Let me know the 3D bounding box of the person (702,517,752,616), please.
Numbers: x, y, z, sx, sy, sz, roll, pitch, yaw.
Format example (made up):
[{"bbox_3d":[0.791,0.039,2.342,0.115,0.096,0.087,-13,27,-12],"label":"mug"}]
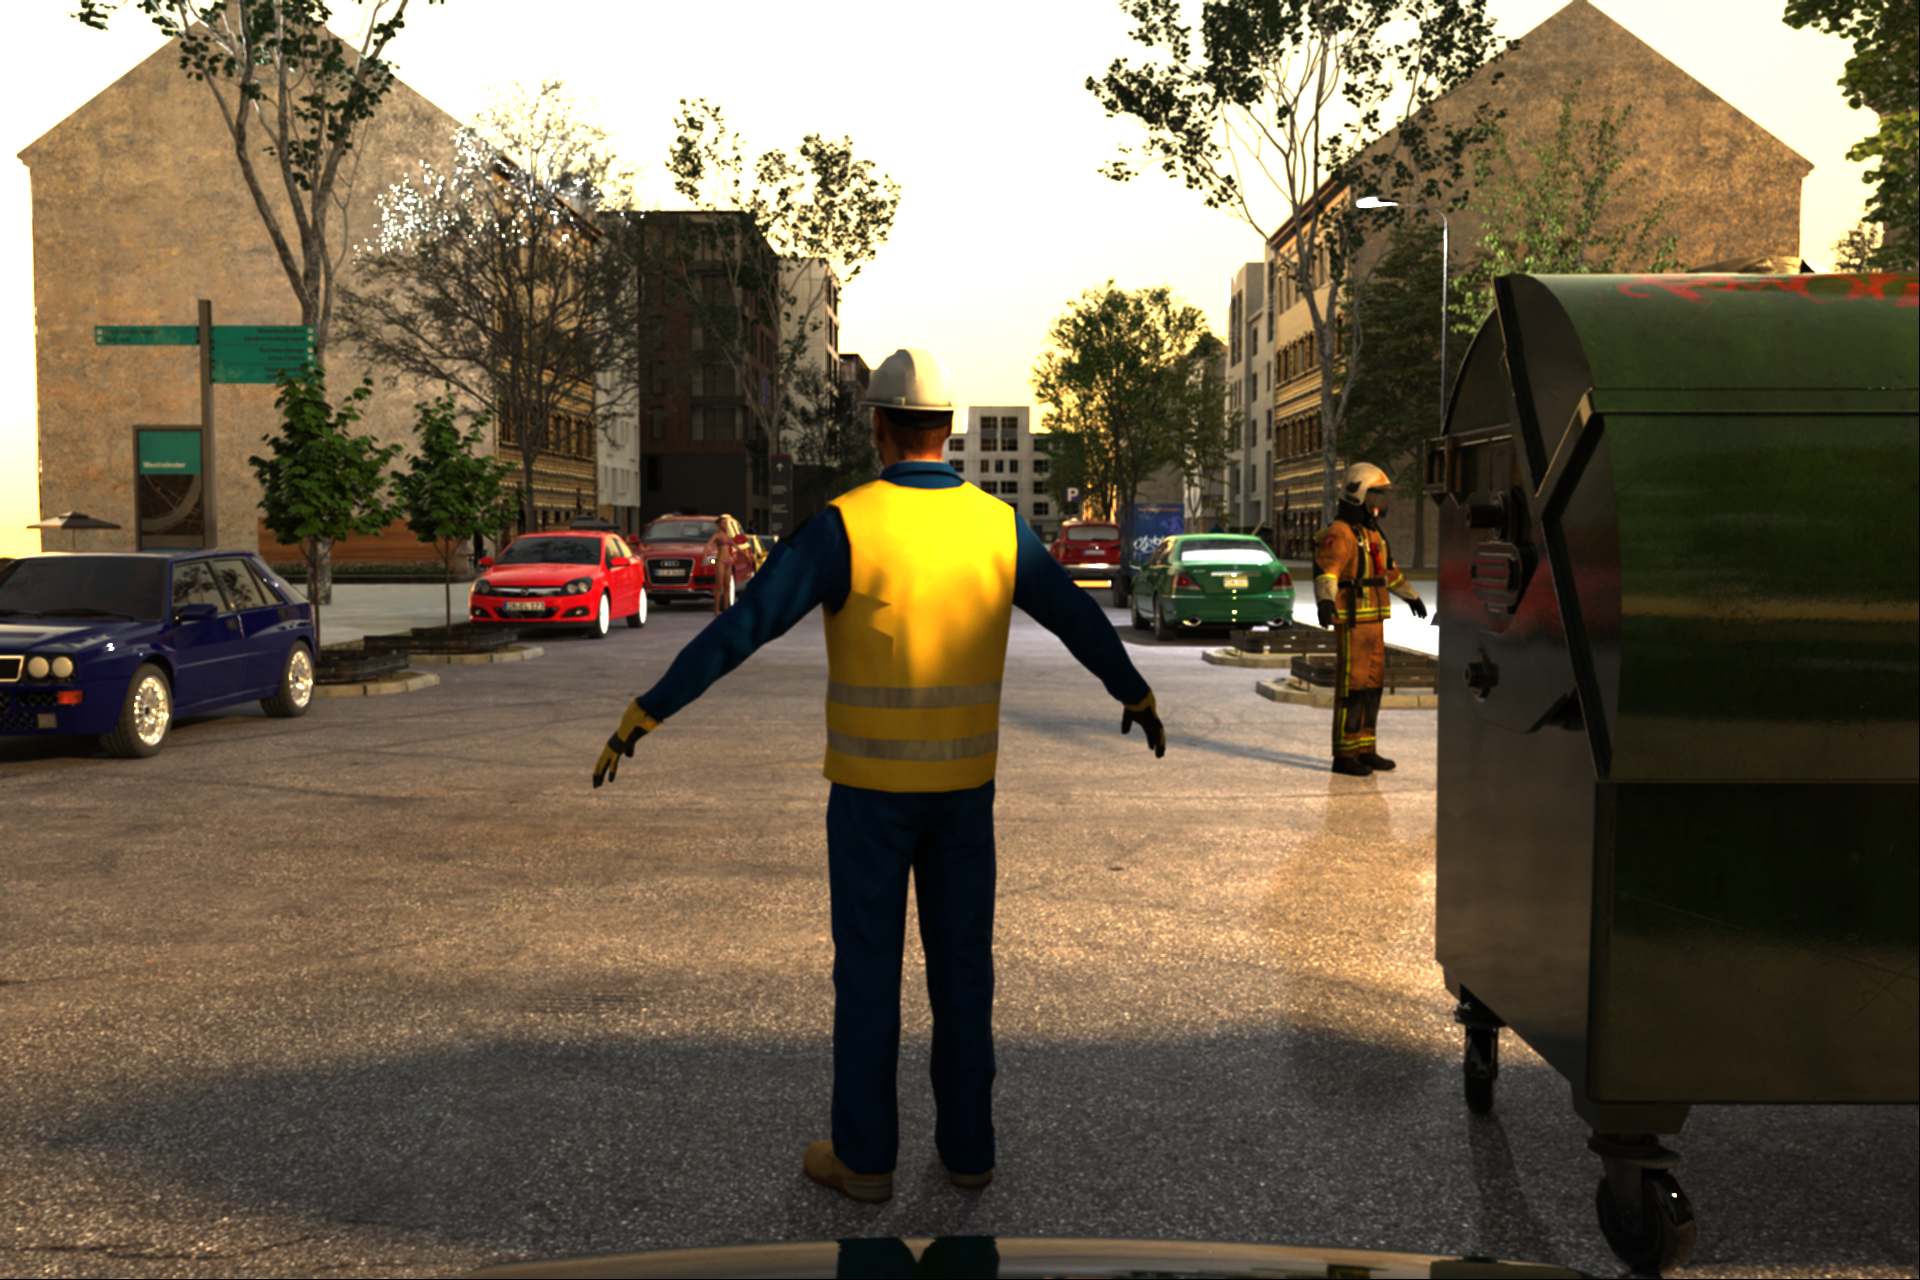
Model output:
[{"bbox_3d":[-4.071,-1.276,30.123,0.721,1.733,1.217,2,4,35],"label":"person"}]

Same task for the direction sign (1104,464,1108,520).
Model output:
[{"bbox_3d":[4.733,-3.925,56.165,0.379,3.537,0.876,0,4,-1],"label":"direction sign"}]

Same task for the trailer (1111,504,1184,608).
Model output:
[{"bbox_3d":[3.739,-1.679,34.502,1.471,1.999,3.904,0,3,0],"label":"trailer"}]

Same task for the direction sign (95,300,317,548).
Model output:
[{"bbox_3d":[-8.602,-1.936,20.416,2.525,3.948,1.411,0,4,1],"label":"direction sign"}]

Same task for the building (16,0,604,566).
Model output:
[{"bbox_3d":[-27.675,-15.115,78.056,19.493,23.208,18.063,0,4,1],"label":"building"}]

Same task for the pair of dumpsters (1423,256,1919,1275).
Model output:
[{"bbox_3d":[3.331,0.068,3.833,4.436,2.255,1.574,0,4,0],"label":"pair of dumpsters"}]

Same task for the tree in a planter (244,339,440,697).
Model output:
[{"bbox_3d":[-5.999,-1.154,16.084,1.991,3.239,1.994,0,4,1],"label":"tree in a planter"}]

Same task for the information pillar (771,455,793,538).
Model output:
[{"bbox_3d":[-5.846,-4.126,56.842,0.750,3.857,0.750,0,4,2],"label":"information pillar"}]

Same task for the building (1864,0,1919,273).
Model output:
[{"bbox_3d":[26.491,-14.052,27.021,12.463,27.353,25.104,0,4,0],"label":"building"}]

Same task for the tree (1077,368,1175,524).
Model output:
[{"bbox_3d":[7.016,-7.680,75.925,4.737,8.622,4.395,0,3,0],"label":"tree"}]

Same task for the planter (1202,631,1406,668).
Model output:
[{"bbox_3d":[3.776,0.099,19.529,1.991,0.319,1.994,0,3,0],"label":"planter"}]

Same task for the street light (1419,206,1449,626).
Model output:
[{"bbox_3d":[7.245,-3.146,23.979,1.470,5.913,1.316,0,4,1],"label":"street light"}]

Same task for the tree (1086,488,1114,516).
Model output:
[{"bbox_3d":[20.128,-17.920,243.352,4.360,8.622,3.978,0,3,0],"label":"tree"}]

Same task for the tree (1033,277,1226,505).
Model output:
[{"bbox_3d":[6.771,-8.769,69.123,9.928,11.665,9.643,0,3,0],"label":"tree"}]

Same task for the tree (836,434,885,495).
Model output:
[{"bbox_3d":[-7.151,-10.587,123.454,4.737,8.622,4.395,0,3,0],"label":"tree"}]

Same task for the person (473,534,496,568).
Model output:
[{"bbox_3d":[-18.237,-3.635,65.651,0.704,1.802,1.346,3,5,40],"label":"person"}]

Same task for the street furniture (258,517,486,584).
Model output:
[{"bbox_3d":[-17.595,-2.460,47.069,9.812,1.723,11.010,0,4,-6],"label":"street furniture"}]

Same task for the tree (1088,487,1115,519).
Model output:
[{"bbox_3d":[19.803,-17.569,237.619,4.360,8.622,3.978,0,3,0],"label":"tree"}]

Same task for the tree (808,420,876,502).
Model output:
[{"bbox_3d":[-7.688,-9.348,103.209,4.360,8.622,3.978,0,3,0],"label":"tree"}]

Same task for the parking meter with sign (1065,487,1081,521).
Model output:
[{"bbox_3d":[4.161,-4.111,63.482,0.543,3.016,1.738,0,4,1],"label":"parking meter with sign"}]

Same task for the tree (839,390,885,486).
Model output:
[{"bbox_3d":[-7.466,-14.527,147.892,12.009,13.543,11.850,0,3,0],"label":"tree"}]

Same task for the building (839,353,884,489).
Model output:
[{"bbox_3d":[-21.694,-22.523,212.230,27.936,21.610,32.646,0,4,1],"label":"building"}]

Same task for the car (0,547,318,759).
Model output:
[{"bbox_3d":[-6.019,0.018,12.280,1.945,1.354,3.894,0,4,0],"label":"car"}]

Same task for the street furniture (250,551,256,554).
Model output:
[{"bbox_3d":[-29.835,-2.777,61.035,10.072,0.657,5.734,0,4,-7],"label":"street furniture"}]

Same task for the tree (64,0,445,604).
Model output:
[{"bbox_3d":[-13.049,-10.674,30.403,12.611,20.169,13.585,0,3,0],"label":"tree"}]

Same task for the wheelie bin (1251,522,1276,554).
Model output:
[{"bbox_3d":[7.668,-2.209,44.026,0.693,1.594,0.980,0,4,0],"label":"wheelie bin"}]

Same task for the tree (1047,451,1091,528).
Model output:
[{"bbox_3d":[8.540,-11.314,135.341,4.737,8.622,4.395,0,3,0],"label":"tree"}]

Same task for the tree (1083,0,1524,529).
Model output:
[{"bbox_3d":[8.414,-11.568,45.024,12.611,20.169,13.585,0,3,0],"label":"tree"}]

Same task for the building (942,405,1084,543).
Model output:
[{"bbox_3d":[0.921,-22.957,244.261,31.486,18.905,16.747,0,4,-1],"label":"building"}]

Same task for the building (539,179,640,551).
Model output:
[{"bbox_3d":[-24.881,-14.516,93.759,16.016,20.090,11.380,0,4,1],"label":"building"}]

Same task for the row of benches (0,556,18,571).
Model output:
[{"bbox_3d":[-26.844,-2.003,48.219,1.422,0.672,4.104,2,4,26],"label":"row of benches"}]

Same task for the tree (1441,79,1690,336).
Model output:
[{"bbox_3d":[10.008,-4.822,29.205,4.737,8.622,4.395,0,3,0],"label":"tree"}]

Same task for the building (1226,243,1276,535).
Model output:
[{"bbox_3d":[26.809,-14.615,105.409,16.747,18.905,31.486,0,4,1],"label":"building"}]

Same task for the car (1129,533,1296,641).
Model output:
[{"bbox_3d":[3.531,-0.787,24.661,2.131,1.459,4.920,0,4,-1],"label":"car"}]

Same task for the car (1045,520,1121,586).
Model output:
[{"bbox_3d":[3.451,-2.329,46.748,2.281,1.827,5.304,0,4,1],"label":"car"}]

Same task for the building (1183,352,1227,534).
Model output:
[{"bbox_3d":[28.249,-19.664,177.919,16.016,20.090,11.380,0,4,1],"label":"building"}]

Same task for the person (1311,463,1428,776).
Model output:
[{"bbox_3d":[2.426,-0.133,10.398,0.705,1.858,1.354,3,4,38],"label":"person"}]

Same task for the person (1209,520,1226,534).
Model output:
[{"bbox_3d":[9.863,-3.702,66.656,1.347,1.817,0.704,-1,4,-18],"label":"person"}]

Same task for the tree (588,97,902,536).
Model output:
[{"bbox_3d":[-9.594,-13.512,76.811,12.611,20.169,13.585,0,3,0],"label":"tree"}]

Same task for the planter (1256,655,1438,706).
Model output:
[{"bbox_3d":[3.690,0.352,15.382,1.991,0.319,1.994,0,4,0],"label":"planter"}]

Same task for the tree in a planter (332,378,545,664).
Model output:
[{"bbox_3d":[-5.941,-1.394,20.018,1.991,3.239,1.994,0,4,2],"label":"tree in a planter"}]

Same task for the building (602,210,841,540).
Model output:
[{"bbox_3d":[-23.897,-17.250,126.012,27.936,21.610,32.646,0,4,1],"label":"building"}]

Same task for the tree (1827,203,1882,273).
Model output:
[{"bbox_3d":[29.073,-8.544,50.061,12.009,13.543,11.850,0,3,0],"label":"tree"}]

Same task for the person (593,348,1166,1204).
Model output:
[{"bbox_3d":[-0.115,0.282,3.817,1.349,1.833,0.705,-1,4,-21],"label":"person"}]

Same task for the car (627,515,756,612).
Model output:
[{"bbox_3d":[-5.210,-1.533,33.733,2.281,1.827,5.304,0,4,0],"label":"car"}]

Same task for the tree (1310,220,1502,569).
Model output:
[{"bbox_3d":[16.839,-8.900,63.644,7.486,12.596,7.792,0,3,0],"label":"tree"}]

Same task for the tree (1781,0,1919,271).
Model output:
[{"bbox_3d":[9.533,-5.746,12.068,7.486,12.596,7.792,0,3,0],"label":"tree"}]

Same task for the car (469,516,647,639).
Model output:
[{"bbox_3d":[-5.739,-0.979,25.046,2.155,1.783,4.494,0,4,1],"label":"car"}]

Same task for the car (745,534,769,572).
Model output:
[{"bbox_3d":[-5.463,-1.889,41.111,2.015,1.641,3.980,0,4,1],"label":"car"}]

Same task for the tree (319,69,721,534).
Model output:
[{"bbox_3d":[-11.546,-8.310,46.245,12.009,13.543,11.850,0,3,0],"label":"tree"}]

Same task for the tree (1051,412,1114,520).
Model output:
[{"bbox_3d":[7.752,-9.281,102.105,4.360,8.622,3.978,0,3,0],"label":"tree"}]

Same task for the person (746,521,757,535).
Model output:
[{"bbox_3d":[-7.105,-3.252,59.898,0.721,1.740,1.216,1,4,21],"label":"person"}]

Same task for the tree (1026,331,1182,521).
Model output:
[{"bbox_3d":[7.394,-9.883,87.341,9.928,11.665,9.643,0,3,0],"label":"tree"}]

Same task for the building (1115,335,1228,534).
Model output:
[{"bbox_3d":[27.970,-22.616,200.705,19.493,23.208,18.063,0,4,1],"label":"building"}]

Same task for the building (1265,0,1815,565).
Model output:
[{"bbox_3d":[25.381,-15.257,80.376,19.493,23.208,18.063,0,4,0],"label":"building"}]

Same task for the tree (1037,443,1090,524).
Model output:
[{"bbox_3d":[7.402,-10.662,124.693,4.737,8.622,4.395,0,3,0],"label":"tree"}]

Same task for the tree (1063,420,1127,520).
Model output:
[{"bbox_3d":[8.122,-9.654,108.199,4.737,8.622,4.395,0,3,0],"label":"tree"}]

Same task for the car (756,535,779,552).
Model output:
[{"bbox_3d":[-5.565,-2.115,46.584,2.014,1.417,4.499,0,4,1],"label":"car"}]

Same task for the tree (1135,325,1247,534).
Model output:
[{"bbox_3d":[8.202,-6.738,60.530,4.737,8.622,4.395,0,3,0],"label":"tree"}]

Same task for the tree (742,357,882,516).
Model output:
[{"bbox_3d":[-7.918,-9.643,92.078,8.767,10.594,7.601,1,4,18],"label":"tree"}]
